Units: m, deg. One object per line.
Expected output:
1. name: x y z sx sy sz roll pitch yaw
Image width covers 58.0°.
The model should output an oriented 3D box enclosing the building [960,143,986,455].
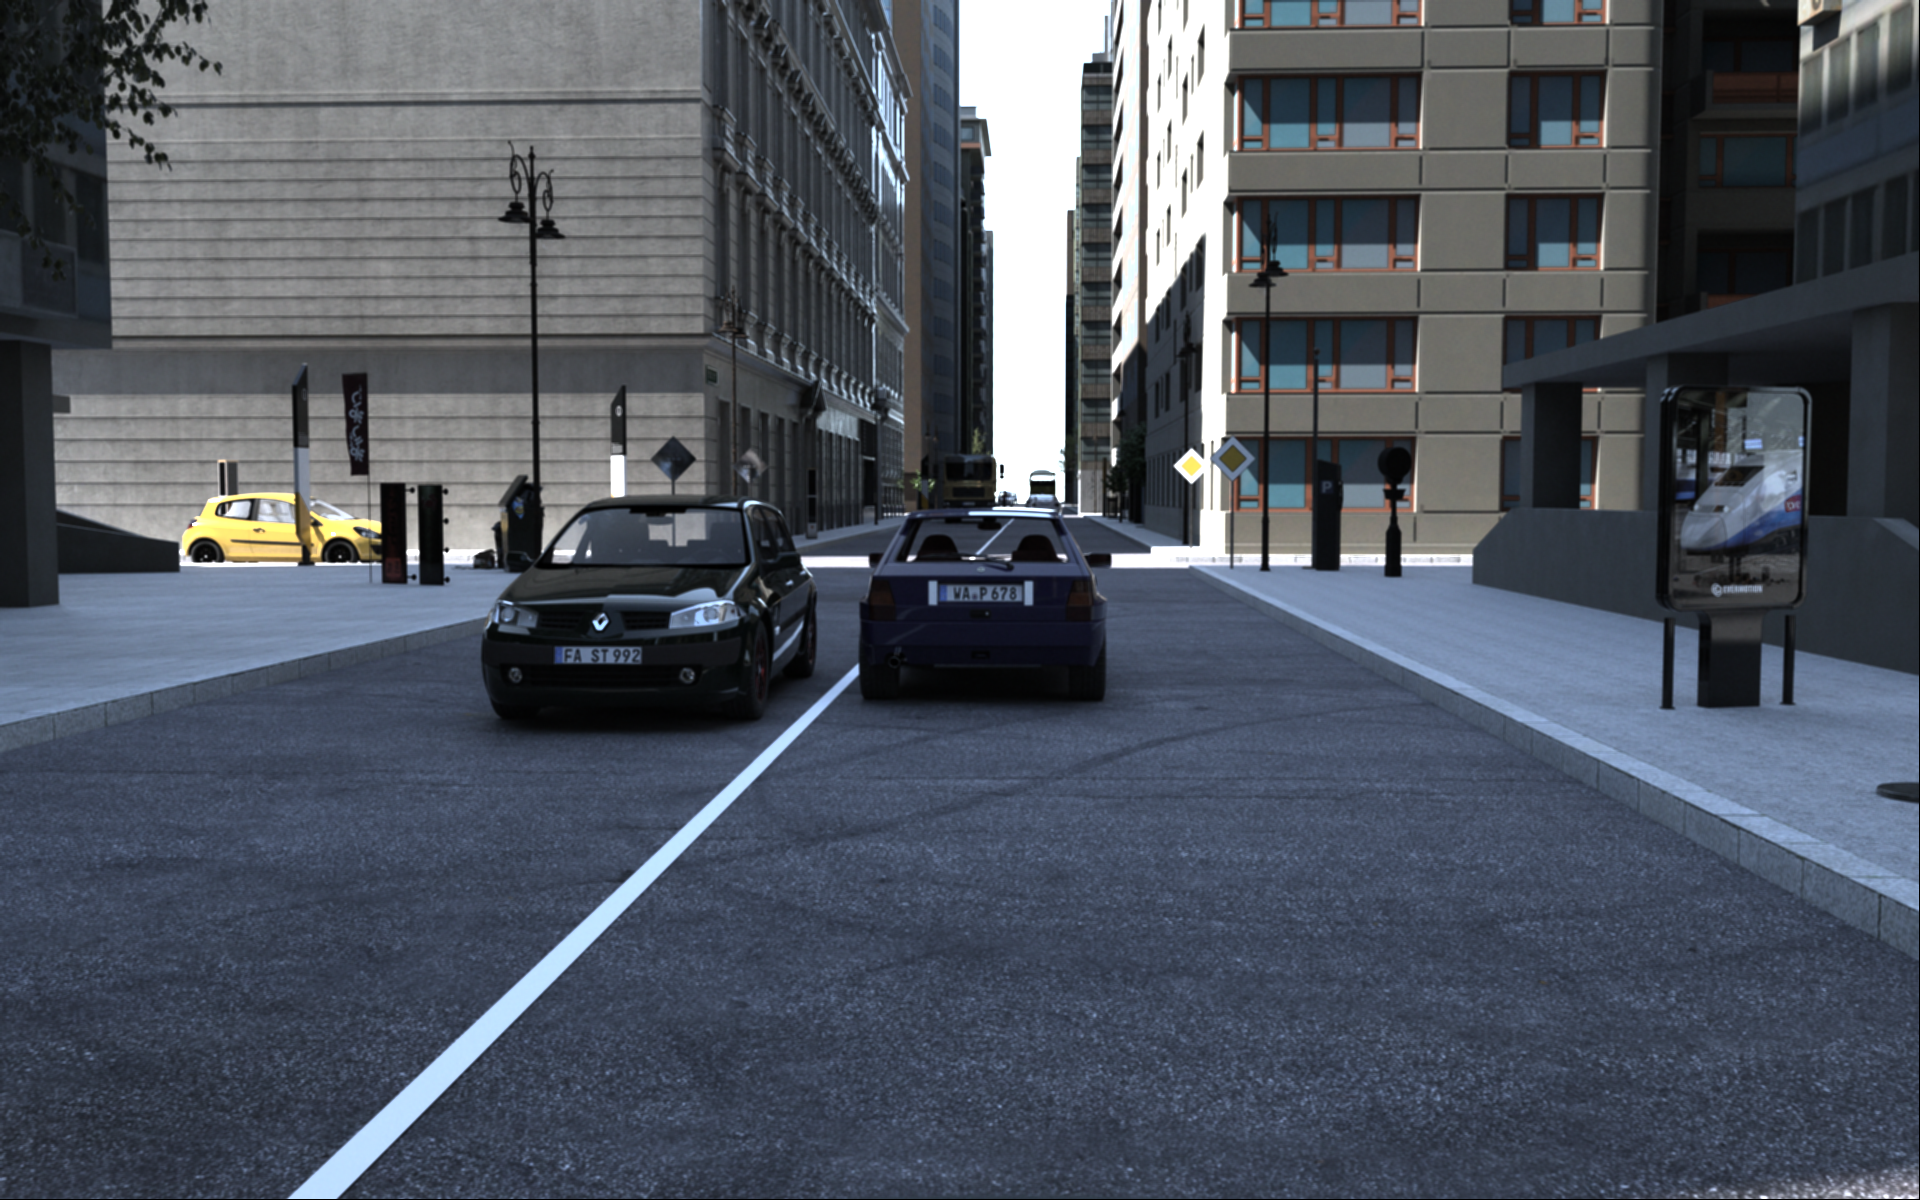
1. building: -8.134 -34.073 211.711 22.147 44.769 28.867 0 4 3

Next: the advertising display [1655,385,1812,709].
1. advertising display: 4.645 -0.318 10.411 0.974 1.923 0.123 -1 4 -15

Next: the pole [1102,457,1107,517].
1. pole: 8.046 -6.272 96.386 0.158 3.312 0.155 0 3 0

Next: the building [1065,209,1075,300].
1. building: 22.979 -37.545 263.977 14.600 45.320 14.200 0 4 3

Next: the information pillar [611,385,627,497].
1. information pillar: -7.350 -2.815 37.380 0.183 3.616 0.504 -3 5 -44

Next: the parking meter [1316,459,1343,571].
1. parking meter: 6.195 -1.427 29.041 0.399 1.863 0.255 2 4 29

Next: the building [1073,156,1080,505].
1. building: 20.946 -32.305 211.773 14.154 41.232 14.086 0 4 3

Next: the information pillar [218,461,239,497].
1. information pillar: -16.076 -2.056 38.108 0.304 2.012 0.304 2 4 35

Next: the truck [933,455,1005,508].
1. truck: 0.548 -5.592 87.358 3.469 3.379 9.791 0 4 2

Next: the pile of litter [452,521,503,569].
1. pile of litter: -7.939 -0.983 30.036 1.719 0.858 1.176 -1 4 -10

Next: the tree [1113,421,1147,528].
1. tree: 7.581 -5.076 66.711 4.285 4.588 4.351 0 3 0

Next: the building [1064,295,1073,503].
1. building: 22.106 -29.273 250.311 14.160 30.474 14.107 0 4 3

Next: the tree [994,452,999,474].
1. tree: 4.308 -19.724 272.845 4.360 8.622 3.978 0 3 0

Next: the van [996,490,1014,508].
1. van: 4.794 -10.884 184.961 2.013 2.044 4.112 0 4 1

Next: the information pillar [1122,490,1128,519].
1. information pillar: 8.656 -5.259 90.471 0.304 2.012 0.304 -3 4 -38

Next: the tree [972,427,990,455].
1. tree: 1.333 -14.715 190.955 4.737 8.622 4.395 0 3 0

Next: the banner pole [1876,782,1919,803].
1. banner pole: 4.231 -1.040 7.027 0.401 3.779 0.863 -2 4 -32

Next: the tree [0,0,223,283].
1. tree: -6.835 -3.741 11.521 4.360 8.622 3.978 0 3 0

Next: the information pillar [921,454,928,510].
1. information pillar: -2.037 -6.670 100.404 0.504 3.616 0.183 -3 5 -39

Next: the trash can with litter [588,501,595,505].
1. trash can with litter: -5.661 -1.033 28.274 0.624 1.170 1.055 2 4 31

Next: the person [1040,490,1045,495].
1. person: 6.330 -7.521 132.413 0.756 1.711 0.436 2 4 30

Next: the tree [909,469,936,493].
1. tree: -2.188 -7.153 111.546 1.663 3.219 1.824 0 3 0

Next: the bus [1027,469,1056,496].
1. bus: 8.044 -10.931 170.266 2.896 3.916 12.252 0 4 2

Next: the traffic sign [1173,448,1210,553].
1. traffic sign: 5.021 -2.078 37.618 0.795 2.450 0.064 0 4 3

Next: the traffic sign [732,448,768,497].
1. traffic sign: -4.612 -2.106 38.077 0.795 2.450 0.064 0 4 3

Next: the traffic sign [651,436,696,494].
1. traffic sign: -4.976 -1.618 30.100 0.795 2.450 0.064 0 4 3

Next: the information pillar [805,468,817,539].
1. information pillar: -4.246 -2.752 49.481 0.304 2.012 0.304 -1 4 -13

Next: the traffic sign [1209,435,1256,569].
1. traffic sign: 4.657 -1.590 29.642 0.795 2.450 0.064 0 4 3

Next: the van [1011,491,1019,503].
1. van: 8.137 -15.940 267.637 2.013 2.044 4.112 0 4 2

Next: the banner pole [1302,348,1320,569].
1. banner pole: 6.132 -2.442 29.948 0.401 3.779 0.863 1 4 9

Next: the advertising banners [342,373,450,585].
1. advertising banners: -8.090 -1.747 24.751 2.074 3.025 0.090 2 4 30

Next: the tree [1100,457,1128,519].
1. tree: 7.937 -5.763 88.826 1.663 3.219 1.824 0 3 0

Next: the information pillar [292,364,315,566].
1. information pillar: -11.794 -2.428 31.045 0.183 3.616 0.504 0 4 3

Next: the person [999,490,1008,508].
1. person: 3.284 -7.418 130.503 0.721 1.743 1.217 -2 4 -32

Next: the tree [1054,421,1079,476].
1. tree: 13.970 -16.091 197.502 7.601 10.594 8.767 3 5 41
